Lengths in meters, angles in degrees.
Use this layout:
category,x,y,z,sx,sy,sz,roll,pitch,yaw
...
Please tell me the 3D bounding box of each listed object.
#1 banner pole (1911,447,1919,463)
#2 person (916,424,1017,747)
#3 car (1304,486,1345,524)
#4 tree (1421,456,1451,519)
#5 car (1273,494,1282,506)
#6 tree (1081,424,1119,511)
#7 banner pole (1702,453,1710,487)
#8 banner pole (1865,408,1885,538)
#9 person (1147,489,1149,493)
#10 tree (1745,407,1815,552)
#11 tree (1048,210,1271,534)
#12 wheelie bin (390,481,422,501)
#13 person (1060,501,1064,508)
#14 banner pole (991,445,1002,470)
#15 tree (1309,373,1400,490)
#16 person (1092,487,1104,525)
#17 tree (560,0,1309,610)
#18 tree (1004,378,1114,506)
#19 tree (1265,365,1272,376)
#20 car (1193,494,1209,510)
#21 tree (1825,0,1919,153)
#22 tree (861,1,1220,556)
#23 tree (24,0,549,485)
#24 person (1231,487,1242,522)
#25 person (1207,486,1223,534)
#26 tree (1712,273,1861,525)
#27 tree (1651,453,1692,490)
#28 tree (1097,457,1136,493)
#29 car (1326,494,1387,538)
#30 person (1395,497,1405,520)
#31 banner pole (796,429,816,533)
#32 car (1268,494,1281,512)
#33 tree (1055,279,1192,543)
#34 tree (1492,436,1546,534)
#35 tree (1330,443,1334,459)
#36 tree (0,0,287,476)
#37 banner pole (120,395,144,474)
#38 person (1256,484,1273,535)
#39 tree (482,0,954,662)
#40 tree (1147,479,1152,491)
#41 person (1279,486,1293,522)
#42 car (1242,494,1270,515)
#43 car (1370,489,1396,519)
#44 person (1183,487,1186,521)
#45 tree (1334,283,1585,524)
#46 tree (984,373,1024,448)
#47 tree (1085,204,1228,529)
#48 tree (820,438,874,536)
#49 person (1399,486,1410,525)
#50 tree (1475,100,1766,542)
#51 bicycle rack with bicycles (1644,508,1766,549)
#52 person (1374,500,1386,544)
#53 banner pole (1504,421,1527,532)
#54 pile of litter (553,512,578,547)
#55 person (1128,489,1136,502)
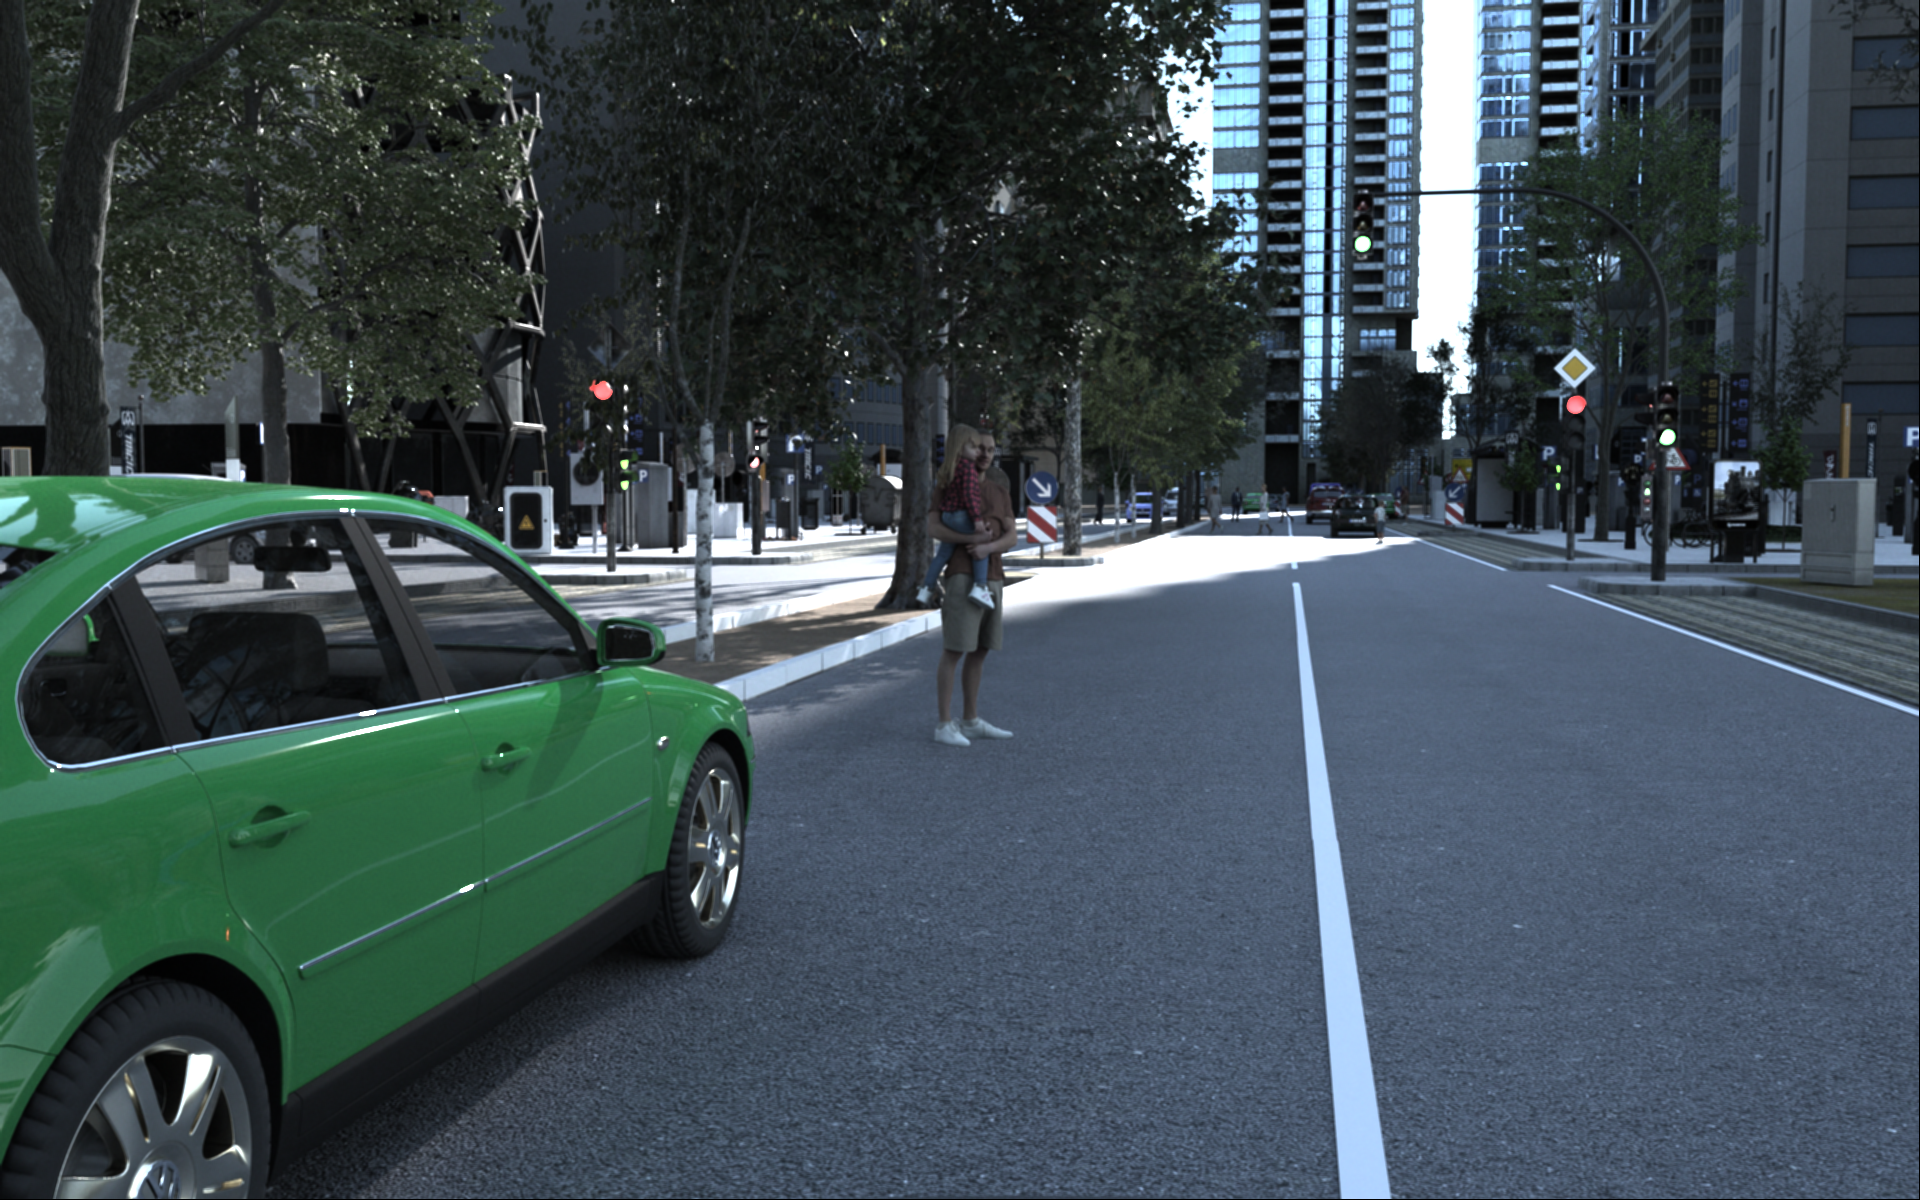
category,x,y,z,sx,sy,sz,roll,pitch,yaw
banner pole,37.198,-4.723,67.233,0.401,3.779,0.863,-1,4,-11
person,0.041,-0.092,9.977,0.573,1.828,0.580,0,4,4
car,17.806,-4.602,83.908,2.281,1.827,5.304,1,4,11
tree,24.371,-5.744,88.513,1.663,3.219,1.824,0,3,0
car,32.480,-10.182,178.276,2.131,1.459,4.920,1,4,12
tree,10.586,-11.044,130.926,4.360,8.622,3.978,0,3,0
banner pole,33.546,-5.391,78.153,0.863,3.779,0.401,0,4,-2
banner pole,26.640,-3.698,50.483,0.863,3.779,0.401,-2,4,-29
person,14.249,-7.501,131.135,1.348,1.826,0.705,-3,4,-37
tree,18.443,-2.693,38.627,1.663,3.219,1.824,0,3,0
tree,6.982,-8.650,62.015,7.486,12.596,7.792,0,3,0
wheelie bin,-13.329,-2.060,41.587,0.693,1.594,0.980,0,4,1
person,4.281,-3.629,68.188,0.716,1.782,0.532,0,4,8
banner pole,1.474,-5.339,77.306,0.863,3.779,0.401,1,4,8
tree,41.206,-16.614,178.286,9.857,13.997,8.962,0,3,0
person,6.471,-4.387,80.643,0.534,1.772,0.576,0,4,-7
tree,-0.534,-6.242,21.520,9.611,12.733,9.660,0,3,0
tree,6.018,-10.303,102.866,7.601,10.594,8.767,1,4,13
tree,12.720,-10.014,91.933,9.928,11.665,9.643,0,3,0
car,21.814,-8.912,157.516,2.131,1.459,4.920,1,4,12
tree,10.382,-6.268,12.860,12.009,13.543,11.850,0,3,0
tree,1.518,-11.102,39.856,12.611,20.169,13.585,0,3,0
tree,-9.655,-6.419,23.081,7.486,12.596,7.792,0,3,0
person,14.386,-4.986,90.202,0.721,1.800,0.419,-1,4,-15
person,9.267,-3.269,62.696,0.466,1.731,0.760,-3,5,-45
tree,27.631,-6.564,57.680,4.360,8.622,3.978,0,3,0
tree,29.811,-4.768,72.551,1.663,3.219,1.824,0,3,0
tree,13.494,-10.050,148.028,4.285,4.588,4.351,0,3,0
car,13.361,-2.968,58.319,2.009,1.686,4.222,1,4,12
person,22.206,-4.823,87.130,0.659,1.850,0.755,-1,4,-18
banner pole,-5.107,-4.069,56.552,0.863,3.779,0.401,1,4,16
car,24.712,-7.761,138.890,2.014,1.417,4.499,1,4,9
tree,5.670,-6.315,56.073,4.737,8.622,4.395,0,3,0
tree,18.415,-3.773,56.289,1.663,3.219,1.824,0,3,0
tree,40.197,-14.317,168.493,8.767,10.594,7.601,1,4,17
tree,-3.716,-4.815,6.940,9.928,11.665,9.643,0,3,0
banner pole,-20.826,-3.285,43.720,0.401,3.779,0.863,2,4,24
person,10.705,-3.177,60.802,0.624,1.780,0.694,1,4,11
tree,-2.149,-3.788,14.751,4.360,8.622,3.978,0,3,0
tree,20.918,-11.717,186.168,1.663,3.219,1.824,0,3,0
person,16.342,-4.794,86.975,0.778,1.811,0.616,0,4,0
car,20.739,-6.878,121.258,1.959,1.807,4.718,1,4,11
car,23.923,-5.503,98.766,1.959,1.807,4.718,1,4,9
person,11.463,-4.871,88.242,0.635,1.810,0.391,-1,4,-19
tree,22.114,-8.549,74.192,8.767,10.594,7.601,-2,4,-33
tree,1.414,-8.206,84.537,4.360,8.622,3.978,0,3,0
tree,9.176,-9.709,71.576,12.009,13.543,11.850,0,3,0
tree,-3.322,-3.631,53.963,1.663,3.219,1.824,0,3,0
person,20.548,-4.377,80.039,0.573,1.828,0.580,-1,4,-22
tree,17.385,-7.374,46.317,9.928,11.665,9.643,0,3,0
bicycle rack with bicycles,18.053,-1.736,41.763,2.925,0.926,2.852,1,4,14
person,12.127,-2.254,50.036,0.332,1.250,0.352,2,4,26
banner pole,19.109,-4.250,59.498,0.863,3.779,0.401,2,4,28
pile of litter,-10.007,-1.776,43.003,1.176,0.858,1.719,0,4,4
person,10.291,-5.766,102.871,0.635,1.810,0.391,-2,4,-33
